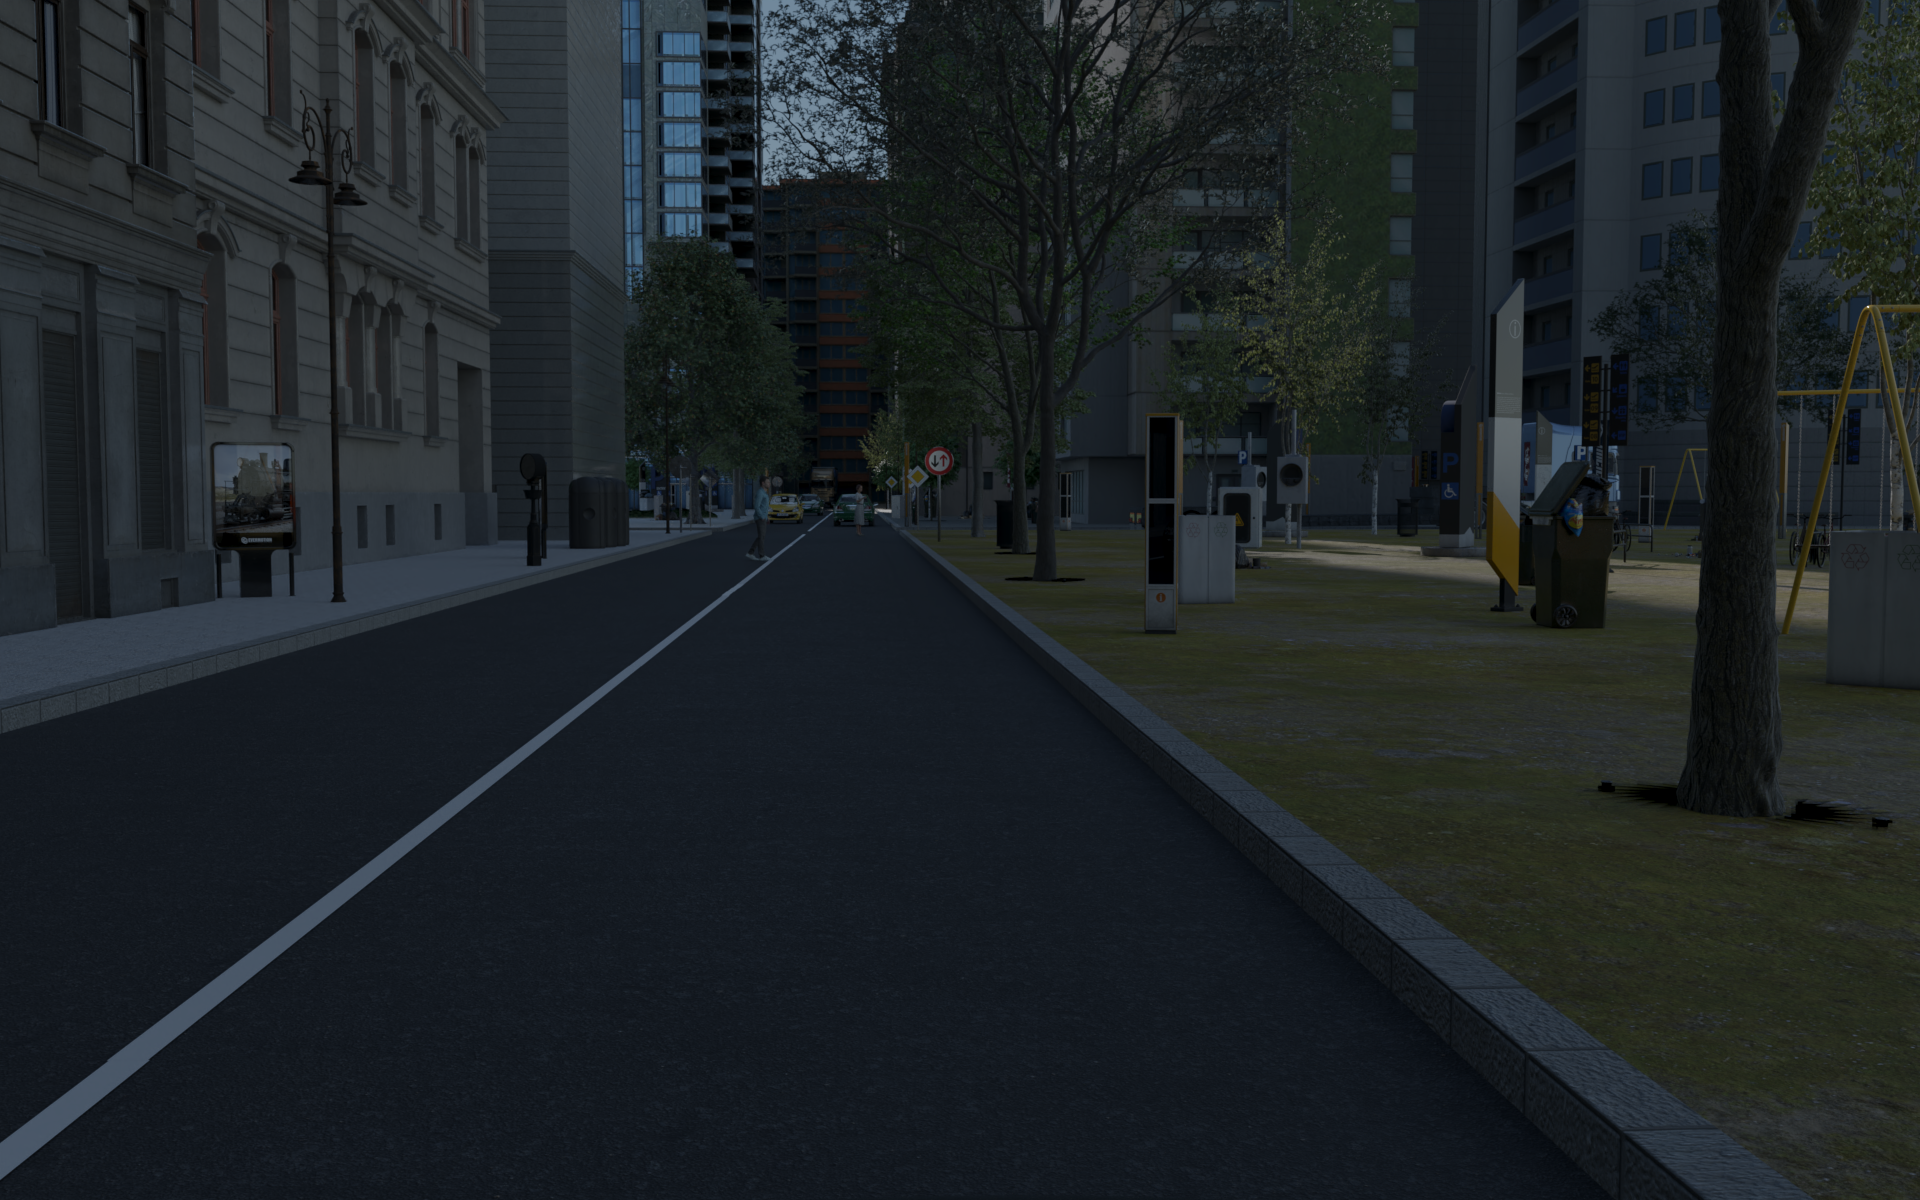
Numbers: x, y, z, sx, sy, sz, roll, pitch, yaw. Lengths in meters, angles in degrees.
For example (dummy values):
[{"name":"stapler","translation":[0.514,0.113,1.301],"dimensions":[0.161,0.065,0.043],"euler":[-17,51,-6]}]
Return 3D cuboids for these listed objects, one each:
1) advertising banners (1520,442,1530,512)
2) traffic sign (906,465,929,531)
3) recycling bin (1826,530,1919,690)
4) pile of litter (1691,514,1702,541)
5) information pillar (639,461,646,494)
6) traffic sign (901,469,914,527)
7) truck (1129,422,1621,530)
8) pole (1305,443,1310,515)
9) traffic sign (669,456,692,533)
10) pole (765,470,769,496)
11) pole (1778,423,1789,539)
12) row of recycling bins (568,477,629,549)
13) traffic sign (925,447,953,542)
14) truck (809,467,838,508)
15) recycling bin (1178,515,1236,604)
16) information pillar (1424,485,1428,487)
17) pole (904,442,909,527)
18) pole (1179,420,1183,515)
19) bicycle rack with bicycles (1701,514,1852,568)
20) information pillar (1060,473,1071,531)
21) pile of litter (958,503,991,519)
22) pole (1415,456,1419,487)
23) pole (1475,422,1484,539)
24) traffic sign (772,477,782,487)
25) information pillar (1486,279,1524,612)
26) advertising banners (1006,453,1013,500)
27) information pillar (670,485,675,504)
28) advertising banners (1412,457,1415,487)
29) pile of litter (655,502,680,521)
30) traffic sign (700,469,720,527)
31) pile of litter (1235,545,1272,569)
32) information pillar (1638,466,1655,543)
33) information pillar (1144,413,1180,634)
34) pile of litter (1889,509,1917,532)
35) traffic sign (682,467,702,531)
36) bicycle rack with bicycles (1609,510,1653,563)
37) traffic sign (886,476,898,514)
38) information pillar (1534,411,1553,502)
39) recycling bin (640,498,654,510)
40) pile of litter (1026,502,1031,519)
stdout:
[{"name":"advertising banners","translation":[18.911,-3.825,58.729],"dimensions":[0.090,3.025,2.074],"euler":[0,4,-3]},{"name":"traffic sign","translation":[-1.468,-3.462,60.248],"dimensions":[0.795,2.450,0.064],"euler":[0,4,-3]},{"name":"recycling bin","translation":[6.352,0.052,11.701],"dimensions":[0.722,1.027,0.722],"euler":[3,5,43]},{"name":"pile of litter","translation":[20.705,-2.049,47.463],"dimensions":[1.176,0.858,1.719],"euler":[-1,4,-9]},{"name":"information pillar","translation":[-22.356,-7.993,122.035],"dimensions":[0.183,3.616,0.504],"euler":[3,5,44]},{"name":"traffic sign","translation":[-1.945,-3.950,68.219],"dimensions":[0.795,2.450,0.064],"euler":[0,4,-3]},{"name":"truck","translation":[15.799,-4.577,64.588],"dimensions":[18.799,4.110,2.967],"euler":[0,4,-5]},{"name":"pole","translation":[13.926,-4.619,69.356],"dimensions":[0.158,3.312,0.155],"euler":[0,3,0]},{"name":"traffic sign","translation":[-9.257,-3.503,57.387],"dimensions":[0.768,2.556,0.104],"euler":[0,4,5]},{"name":"pole","translation":[-12.680,-7.336,113.783],"dimensions":[0.158,3.312,0.155],"euler":[0,3,0]},{"name":"pole","translation":[23.547,-3.405,49.523],"dimensions":[0.158,3.312,0.155],"euler":[0,3,0]},{"name":"row of recycling bins","translation":[-8.726,-2.144,42.163],"dimensions":[1.069,1.692,3.534],"euler":[0,4,1]},{"name":"traffic sign","translation":[-0.559,-2.840,46.532],"dimensions":[0.768,2.556,0.104],"euler":[0,4,-2]},{"name":"truck","translation":[-14.267,-11.823,182.226],"dimensions":[2.839,4.237,11.283],"euler":[0,4,-2]},{"name":"recycling bin","translation":[2.800,-0.488,20.526],"dimensions":[0.722,1.027,0.722],"euler":[-1,4,-14]},{"name":"information pillar","translation":[36.536,-8.027,135.736],"dimensions":[0.304,2.012,0.304],"euler":[-2,4,-27]},{"name":"pole","translation":[-2.086,-4.537,68.028],"dimensions":[0.158,3.312,0.155],"euler":[0,3,0]},{"name":"pole","translation":[6.070,-3.314,48.021],"dimensions":[0.158,3.312,0.155],"euler":[0,3,0]},{"name":"bicycle rack with bicycles","translation":[14.955,-1.112,31.559],"dimensions":[2.852,0.926,2.925],"euler":[3,5,44]},{"name":"information pillar","translation":[3.673,-3.412,60.277],"dimensions":[0.304,2.012,0.304],"euler":[2,4,30]},{"name":"pile of litter","translation":[0.778,-4.672,90.360],"dimensions":[1.719,0.858,1.176],"euler":[0,4,5]},{"name":"pole","translation":[24.462,-6.051,92.773],"dimensions":[0.158,3.312,0.155],"euler":[0,3,0]},{"name":"pole","translation":[14.773,-3.390,49.276],"dimensions":[0.158,3.312,0.155],"euler":[0,3,0]},{"name":"traffic sign","translation":[-13.439,-7.785,127.384],"dimensions":[0.768,2.556,0.104],"euler":[0,4,6]},{"name":"information pillar","translation":[5.925,-1.679,18.813],"dimensions":[0.504,3.616,0.183],"euler":[-3,4,-36]},{"name":"advertising banners","translation":[2.312,-4.785,74.419],"dimensions":[0.090,3.025,2.074],"euler":[1,4,20]},{"name":"information pillar","translation":[-22.519,-8.033,135.830],"dimensions":[0.304,2.012,0.304],"euler":[-1,4,-21]},{"name":"advertising banners","translation":[21.768,-5.187,80.998],"dimensions":[2.074,3.025,0.090],"euler":[1,4,15]},{"name":"pile of litter","translation":[-14.358,-4.305,84.347],"dimensions":[1.719,0.858,1.176],"euler":[1,4,12]},{"name":"traffic sign","translation":[-9.777,-3.922,67.773],"dimensions":[0.795,2.450,0.064],"euler":[0,4,-3]},{"name":"pile of litter","translation":[4.632,-0.998,30.276],"dimensions":[1.176,0.858,1.719],"euler":[-2,4,-34]},{"name":"information pillar","translation":[18.041,-2.510,45.523],"dimensions":[0.304,2.012,0.304],"euler":[3,4,38]},{"name":"information pillar","translation":[1.857,-0.699,15.926],"dimensions":[0.304,2.012,0.304],"euler":[1,4,8]},{"name":"pile of litter","translation":[27.154,-2.188,49.731],"dimensions":[1.176,0.858,1.719],"euler":[-1,4,-21]},{"name":"traffic sign","translation":[-9.300,-3.435,59.802],"dimensions":[0.795,2.450,0.064],"euler":[0,4,-3]},{"name":"bicycle rack with bicycles","translation":[11.067,-1.142,32.060],"dimensions":[2.852,0.926,2.925],"euler":[2,4,31]},{"name":"traffic sign","translation":[-4.353,-6.666,110.181],"dimensions":[0.795,2.450,0.064],"euler":[0,4,2]},{"name":"information pillar","translation":[16.425,-3.514,48.806],"dimensions":[0.504,3.616,0.183],"euler":[-1,4,-12]},{"name":"recycling bin","translation":[-18.977,-5.673,105.314],"dimensions":[0.722,1.027,0.722],"euler":[3,5,42]},{"name":"pile of litter","translation":[3.277,-4.693,90.689],"dimensions":[1.719,0.858,1.176],"euler":[-3,5,-40]}]
